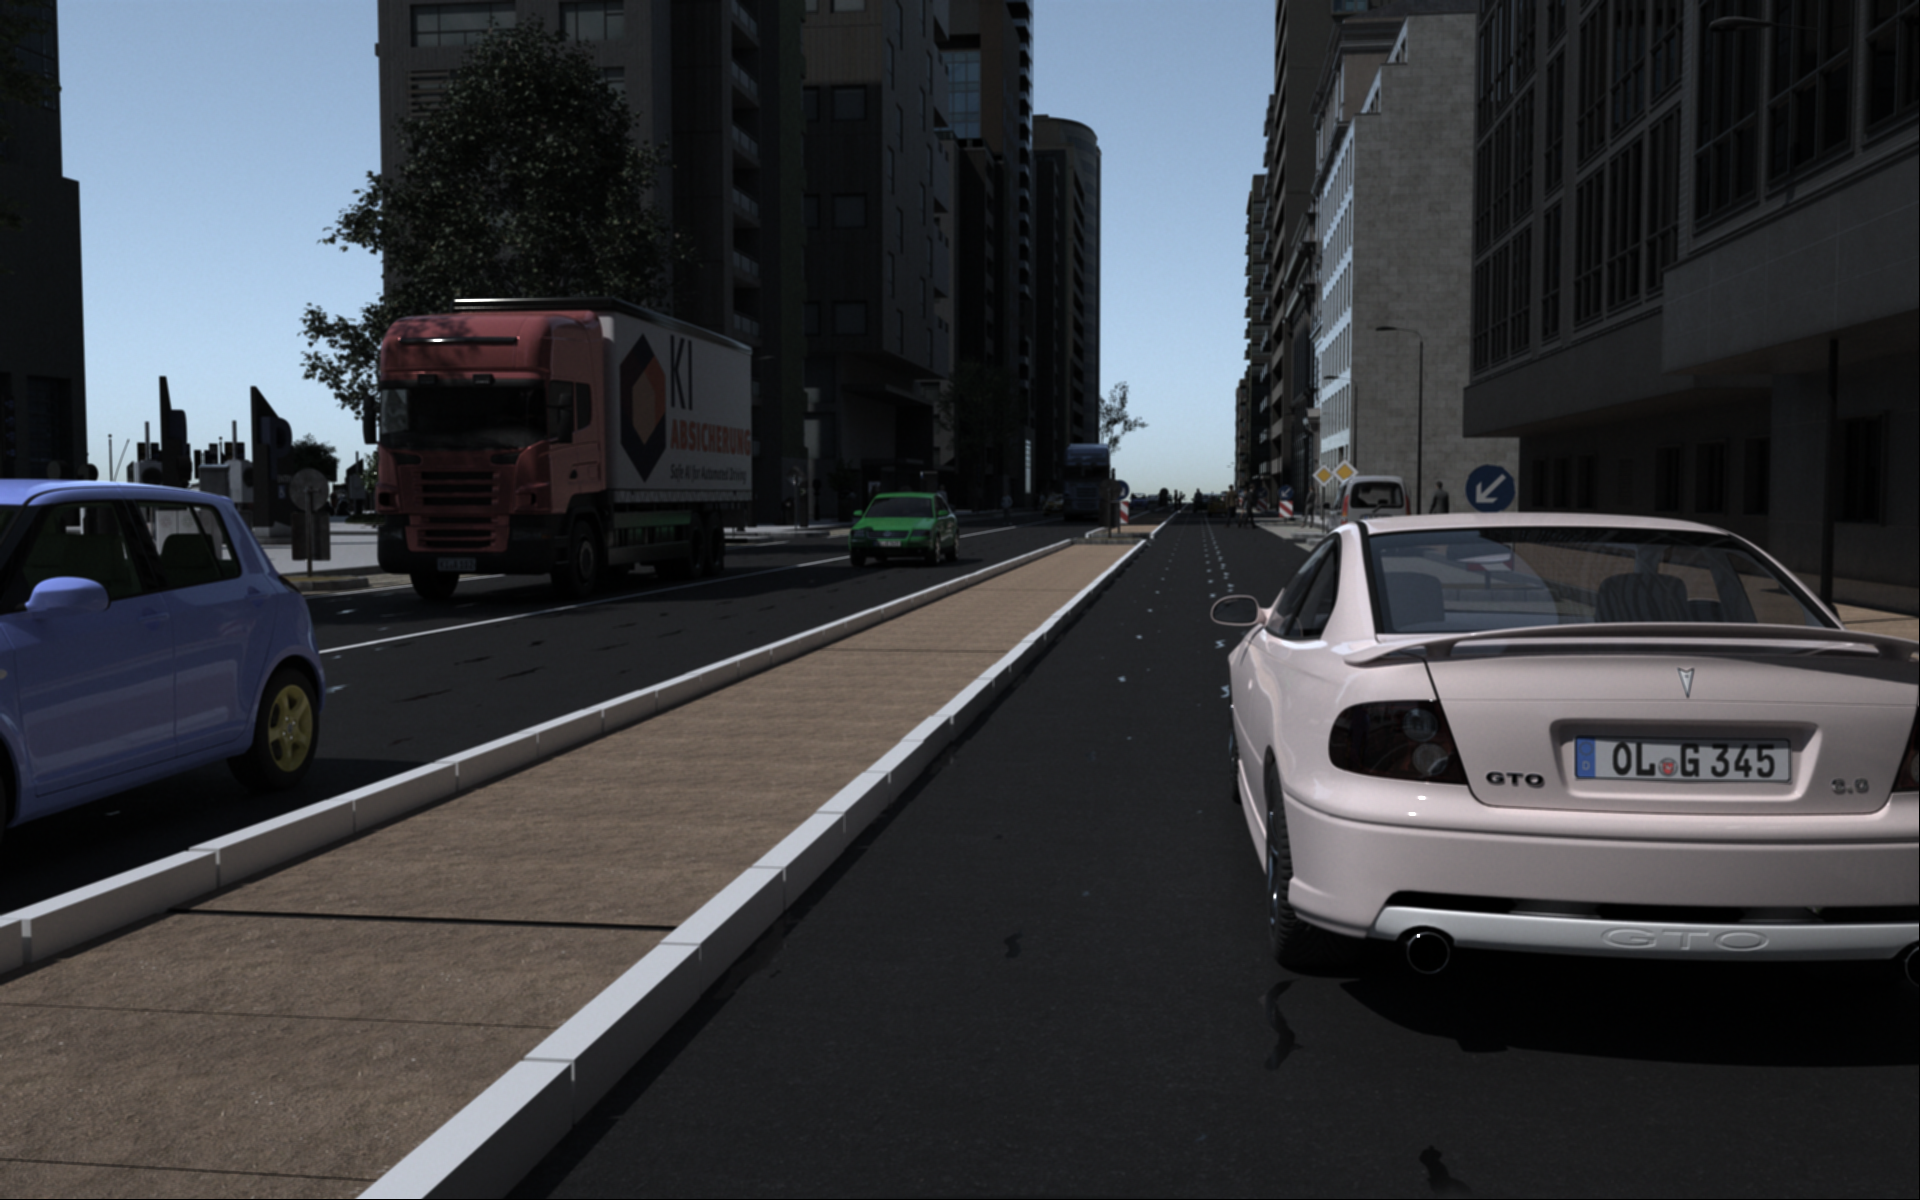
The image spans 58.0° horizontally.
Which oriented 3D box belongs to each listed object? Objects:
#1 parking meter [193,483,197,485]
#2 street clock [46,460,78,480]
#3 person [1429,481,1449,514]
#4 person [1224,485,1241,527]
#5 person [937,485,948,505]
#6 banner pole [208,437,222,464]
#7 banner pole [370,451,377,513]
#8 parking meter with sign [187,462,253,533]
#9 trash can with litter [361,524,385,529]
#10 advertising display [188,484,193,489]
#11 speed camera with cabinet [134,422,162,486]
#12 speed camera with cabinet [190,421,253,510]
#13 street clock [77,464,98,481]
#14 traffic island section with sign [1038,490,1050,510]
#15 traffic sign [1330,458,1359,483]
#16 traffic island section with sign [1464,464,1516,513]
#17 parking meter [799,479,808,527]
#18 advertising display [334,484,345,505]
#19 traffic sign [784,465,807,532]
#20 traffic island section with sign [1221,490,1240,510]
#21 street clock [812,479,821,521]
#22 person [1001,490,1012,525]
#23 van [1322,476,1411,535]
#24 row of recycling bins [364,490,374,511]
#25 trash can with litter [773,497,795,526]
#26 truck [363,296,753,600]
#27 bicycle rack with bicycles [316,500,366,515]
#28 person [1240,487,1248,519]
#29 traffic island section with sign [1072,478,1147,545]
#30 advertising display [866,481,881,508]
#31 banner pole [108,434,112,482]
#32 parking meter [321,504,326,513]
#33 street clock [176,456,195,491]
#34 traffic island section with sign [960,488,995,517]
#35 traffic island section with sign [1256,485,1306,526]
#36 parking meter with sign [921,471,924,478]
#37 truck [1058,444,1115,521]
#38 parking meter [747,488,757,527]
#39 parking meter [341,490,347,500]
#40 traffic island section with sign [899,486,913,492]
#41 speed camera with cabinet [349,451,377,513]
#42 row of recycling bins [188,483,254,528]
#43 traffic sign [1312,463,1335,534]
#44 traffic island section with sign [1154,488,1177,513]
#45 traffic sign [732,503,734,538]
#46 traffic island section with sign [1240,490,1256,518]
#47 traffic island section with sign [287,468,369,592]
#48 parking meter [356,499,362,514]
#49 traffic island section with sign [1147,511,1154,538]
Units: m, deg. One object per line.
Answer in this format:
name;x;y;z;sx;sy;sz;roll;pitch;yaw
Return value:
parking meter;-39.567;-5.141;89.761;0.399;1.863;0.255;0;4;-1
street clock;-19.383;-2.000;37.267;0.471;2.002;0.358;2;4;26
person;14.159;-2.605;51.194;0.694;1.812;0.767;-1;4;-19
person;11.740;-4.039;74.448;0.836;1.842;0.656;3;4;38
person;-0.798;-4.226;77.479;0.514;1.842;0.818;0;3;0
banner pole;-32.436;-5.237;75.648;0.401;3.779;0.863;2;4;26
banner pole;-29.730;-6.031;88.630;0.863;3.779;0.401;2;4;34
parking meter with sign;-19.049;-2.937;44.273;1.738;3.016;0.543;-1;4;-14
trash can with litter;-21.502;-3.310;65.169;2.233;1.210;1.678;2;4;24
advertising display;-49.295;-6.490;111.328;0.974;1.923;0.123;3;4;37
speed camera with cabinet;-22.616;-3.207;46.776;2.038;3.252;0.660;-3;4;-37
speed camera with cabinet;-19.531;-3.160;45.999;0.660;3.252;2.038;1;4;15
street clock;-20.857;-2.254;41.423;0.471;2.002;0.358;1;4;21
traffic island section with sign;7.942;-9.100;157.410;1.989;1.847;2.006;0;4;8
traffic sign;10.733;-2.736;48.376;0.795;2.450;0.064;0;4;8
traffic island section with sign;7.061;-0.932;23.866;1.989;1.847;2.006;0;4;8
parking meter;-6.002;-3.722;66.565;0.255;1.863;0.399;1;4;9
advertising display;-41.862;-6.824;116.793;0.123;1.923;0.974;2;4;30
traffic sign;-5.562;-3.366;58.681;0.795;2.450;0.064;0;4;8
traffic island section with sign;28.736;-10.601;181.951;1.989;1.847;2.006;0;4;8
street clock;-6.906;-4.835;83.626;0.358;2.002;0.471;-2;4;-35
person;2.156;-4.292;80.486;0.589;1.601;0.330;3;4;39
van;9.617;-2.070;40.852;2.013;2.044;4.112;0;4;7
row of recycling bins;-45.742;-7.810;134.812;1.069;1.692;3.534;1;4;13
trash can with litter;-7.155;-3.600;70.248;1.055;1.170;0.624;2;4;35
truck;-5.803;-2.329;26.993;2.839;4.237;11.283;0;4;7
bicycle rack with bicycles;-37.915;-5.700;106.575;2.925;0.926;2.852;0;4;5
person;16.056;-5.423;97.261;0.616;1.811;0.778;3;5;42
traffic island section with sign;4.249;-2.535;49.580;2.006;1.907;1.989;0;4;8
advertising display;-4.174;-4.806;83.796;0.123;1.923;0.974;3;5;39
banner pole;-35.523;-5.043;72.471;0.401;3.779;0.863;-2;4;-24
parking meter;-28.082;-4.312;76.209;0.255;1.863;0.399;-2;4;-26
street clock;-14.834;-1.748;33.153;0.358;2.002;0.471;-2;4;-30
traffic island section with sign;1.111;-6.049;107.531;1.989;1.847;2.006;0;4;8
traffic island section with sign;14.392;-4.200;77.299;1.989;1.847;2.006;0;4;8
parking meter with sign;-3.315;-8.178;129.975;0.543;3.016;1.738;1;4;22
truck;7.462;-6.652;98.521;2.967;4.110;18.799;0;4;6
parking meter;-8.036;-3.572;66.818;0.372;1.533;0.369;0;3;0
parking meter;-40.999;-6.541;115.362;0.372;1.533;0.369;0;3;0
traffic island section with sign;-2.553;-4.416;80.825;1.989;1.847;2.006;0;4;8
speed camera with cabinet;-27.331;-5.280;80.660;2.038;3.252;0.660;-1;4;-23
row of recycling bins;-27.608;-3.610;66.133;3.534;1.692;1.069;-3;5;-40
traffic sign;11.818;-3.220;56.287;0.795;2.450;0.064;0;4;8
traffic island section with sign;15.459;-7.537;131.364;2.006;1.907;1.989;0;4;8
traffic sign;-6.646;-2.882;50.769;0.795;2.450;0.064;0;4;8
traffic island section with sign;18.213;-5.906;105.196;1.989;1.847;2.006;0;4;8
traffic island section with sign;-10.063;-1.066;26.055;1.989;1.847;2.006;0;4;8
parking meter;-29.903;-4.749;86.064;0.372;1.533;0.369;0;3;0
traffic island section with sign;5.265;-2.984;56.917;2.006;1.907;1.989;0;4;8
